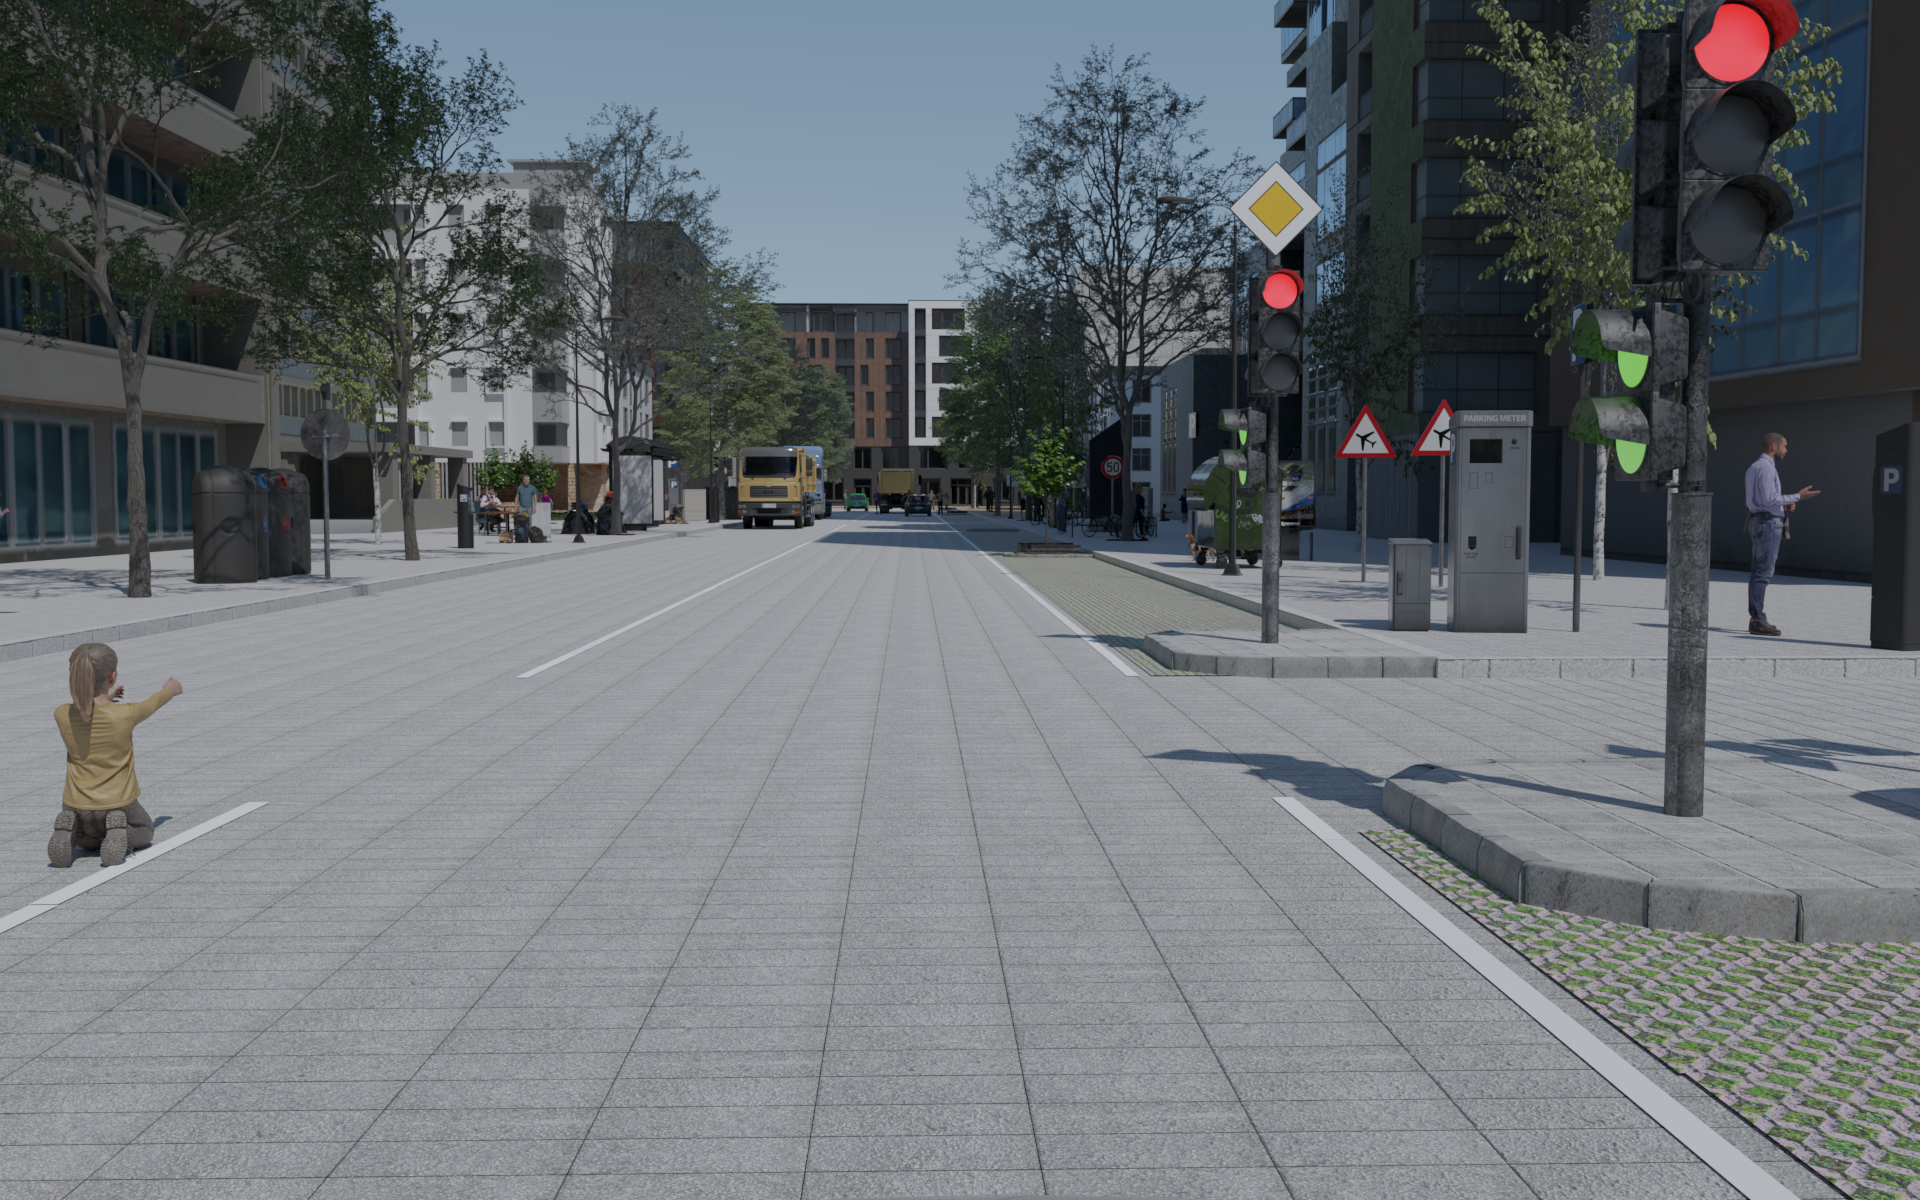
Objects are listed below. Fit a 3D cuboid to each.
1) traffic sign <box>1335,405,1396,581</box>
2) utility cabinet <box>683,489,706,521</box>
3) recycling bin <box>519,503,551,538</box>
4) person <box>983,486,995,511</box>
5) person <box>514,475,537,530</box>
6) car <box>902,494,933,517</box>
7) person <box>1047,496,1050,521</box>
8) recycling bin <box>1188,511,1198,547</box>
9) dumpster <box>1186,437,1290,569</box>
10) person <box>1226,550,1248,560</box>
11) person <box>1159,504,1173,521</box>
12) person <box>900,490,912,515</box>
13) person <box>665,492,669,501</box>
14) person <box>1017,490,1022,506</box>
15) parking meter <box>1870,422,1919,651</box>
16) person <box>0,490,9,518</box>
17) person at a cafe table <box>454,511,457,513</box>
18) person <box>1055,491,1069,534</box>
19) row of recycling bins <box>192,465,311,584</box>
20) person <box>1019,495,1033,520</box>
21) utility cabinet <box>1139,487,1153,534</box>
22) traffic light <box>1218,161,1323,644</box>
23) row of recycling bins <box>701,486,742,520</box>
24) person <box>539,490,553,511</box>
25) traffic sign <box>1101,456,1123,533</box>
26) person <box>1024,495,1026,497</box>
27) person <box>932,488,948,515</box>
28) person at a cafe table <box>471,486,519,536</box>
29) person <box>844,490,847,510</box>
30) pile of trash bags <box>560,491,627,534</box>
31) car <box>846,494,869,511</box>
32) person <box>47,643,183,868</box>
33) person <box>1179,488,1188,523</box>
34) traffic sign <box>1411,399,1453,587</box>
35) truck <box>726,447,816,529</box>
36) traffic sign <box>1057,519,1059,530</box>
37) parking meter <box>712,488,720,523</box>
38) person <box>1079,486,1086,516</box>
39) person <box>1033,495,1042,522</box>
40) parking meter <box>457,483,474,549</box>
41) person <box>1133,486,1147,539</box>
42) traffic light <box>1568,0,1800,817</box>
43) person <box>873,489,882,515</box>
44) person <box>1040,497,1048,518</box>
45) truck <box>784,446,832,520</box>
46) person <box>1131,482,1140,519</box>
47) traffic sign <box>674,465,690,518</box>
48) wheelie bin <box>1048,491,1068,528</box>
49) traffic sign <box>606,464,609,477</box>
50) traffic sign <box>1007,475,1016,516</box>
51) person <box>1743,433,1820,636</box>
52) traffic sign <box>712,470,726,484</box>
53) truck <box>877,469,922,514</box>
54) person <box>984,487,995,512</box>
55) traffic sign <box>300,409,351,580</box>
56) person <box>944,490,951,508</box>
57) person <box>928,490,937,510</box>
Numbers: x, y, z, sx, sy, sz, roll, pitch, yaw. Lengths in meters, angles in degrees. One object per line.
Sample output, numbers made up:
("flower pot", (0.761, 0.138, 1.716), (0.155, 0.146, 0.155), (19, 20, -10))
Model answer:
("traffic sign", (5.936, -1.554, 25.411), (0.884, 2.594, 0.081), (0, 4, 5))
("utility cabinet", (-12.592, -4.476, 81.864), (1.173, 1.500, 0.318), (-3, 5, -41))
("recycling bin", (-12.482, -2.343, 50.860), (0.722, 1.027, 0.722), (-3, 4, -36))
("person", (2.162, -7.651, 130.761), (1.348, 1.869, 0.705), (-3, 5, -44))
("person", (-12.080, -2.566, 48.119), (0.598, 1.807, 0.434), (1, 4, 9))
("car", (-2.713, -6.242, 111.850), (2.009, 1.686, 4.222), (0, 4, -2))
("person", (4.241, -4.450, 79.621), (0.655, 1.722, 0.431), (-1, 4, -18))
("recycling bin", (6.013, -1.802, 42.021), (0.722, 1.027, 0.722), (2, 4, 35))
("dumpster", (4.861, -1.703, 30.336), (1.502, 2.255, 1.985), (0, 4, -1))
("person", (5.416, -1.656, 33.798), (0.565, 1.739, 0.600), (-3, 5, -40))
("person", (9.744, -4.135, 81.932), (0.655, 0.850, 0.859), (0, 4, 4))
("person", (-3.475, -6.696, 118.696), (1.217, 1.735, 0.721), (0, 4, -2))
("person", (-16.865, -5.450, 98.389), (0.697, 1.427, 0.421), (-2, 4, -26))
("person", (5.814, -9.748, 166.897), (0.593, 1.643, 0.415), (-1, 4, -23))
("parking meter", (7.746, -0.523, 14.268), (0.255, 1.863, 0.399), (-1, 4, -16))
("person", (-15.479, -1.119, 27.533), (0.628, 1.438, 0.799), (-2, 4, -25))
("person at a cafe table", (-15.392, -2.897, 55.887), (1.698, 1.524, 1.622), (-1, 4, -12))
("person", (3.262, -2.989, 55.644), (0.376, 1.734, 0.841), (0, 4, -7))
("row of recycling bins", (-10.779, -1.177, 26.358), (1.069, 1.692, 3.534), (0, 4, -4))
("person", (3.308, -4.616, 84.708), (0.799, 1.438, 0.628), (0, 4, 2))
("utility cabinet", (5.900, -2.819, 54.771), (0.318, 1.500, 1.173), (1, 4, 13))
("traffic light", (2.652, -1.583, 14.808), (0.839, 4.253, 0.868), (0, 4, -2))
("row of recycling bins", (-12.102, -4.919, 87.538), (1.069, 1.692, 3.534), (-3, 4, -36))
("person", (-15.557, -3.429, 65.344), (0.726, 1.434, 0.776), (0, 4, 5))
("traffic sign", (5.054, -3.498, 57.298), (0.768, 2.556, 0.104), (0, 4, 6))
("person", (5.388, -8.292, 143.086), (0.415, 1.643, 0.593), (-2, 4, -24))
("person", (-1.384, -6.876, 120.930), (1.348, 1.823, 0.705), (2, 4, 27))
("person at a cafe table", (-14.256, -2.756, 53.570), (1.622, 1.524, 1.698), (1, 4, 23))
("person", (-10.458, -9.162, 158.379), (0.705, 1.814, 1.350), (0, 4, -1))
("pile of trash bags", (-11.788, -2.871, 56.686), (1.912, 1.369, 3.447), (0, 4, 4))
("car", (-8.536, -8.299, 144.488), (1.959, 1.807, 4.718), (0, 4, -1))
("person", (-3.376, 0.583, 6.900), (0.347, 0.859, 0.695), (0, 4, -6))
("person", (9.825, -4.131, 75.957), (0.453, 1.535, 0.546), (1, 4, 10))
("traffic sign", (6.648, -1.460, 23.877), (0.884, 2.594, 0.081), (0, 4, 2))
("truck", (-7.719, -4.745, 73.500), (3.469, 3.379, 9.791), (0, 4, -1))
("traffic sign", (3.493, -3.767, 61.703), (0.768, 2.556, 0.104), (0, 4, 5))
("parking meter", (-10.961, -4.230, 77.576), (0.372, 1.533, 0.369), (0, 3, 0))
("person", (6.888, -5.428, 95.594), (0.445, 1.727, 0.742), (2, 4, 26))
("person", (3.670, -4.524, 80.697), (0.600, 1.739, 0.565), (0, 4, 5))
("parking meter", (-11.659, -1.983, 40.829), (0.372, 1.533, 0.369), (0, 3, 0))
("person", (4.998, -2.472, 48.999), (0.613, 1.512, 0.480), (0, 4, 7))
("traffic light", (2.880, -1.095, 6.826), (0.839, 4.253, 0.868), (0, 4, -2))
("person", (-5.788, -6.860, 121.109), (0.683, 1.767, 0.568), (1, 4, 19))
("person", (4.616, -5.407, 94.577), (1.348, 1.807, 0.705), (-2, 4, -31))
("truck", (-9.124, -6.933, 103.121), (2.967, 4.110, 18.799), (0, 4, -3))
("person", (6.833, -3.691, 66.943), (0.990, 1.755, 0.434), (0, 4, 3))
("traffic sign", (-12.288, -4.673, 76.510), (0.768, 2.556, 0.104), (0, 4, 8))
("wheelie bin", (3.726, -3.524, 65.524), (0.693, 1.594, 0.980), (-1, 4, -19))
("traffic sign", (-13.035, -4.011, 65.679), (0.768, 2.556, 0.104), (0, 4, 4))
("traffic sign", (2.734, -5.397, 90.373), (0.606, 2.300, 0.079), (0, 4, 4))
("person", (7.512, -0.608, 15.859), (0.599, 1.838, 0.709), (1, 4, 13))
("traffic sign", (-12.450, -5.467, 89.490), (0.768, 2.556, 0.104), (0, 4, 3))
("truck", (-4.670, -8.239, 130.628), (3.469, 3.379, 9.791), (0, 4, 0))
("person", (2.199, -7.115, 122.401), (1.348, 1.821, 0.705), (-3, 4, -36))
("traffic sign", (-9.465, -1.574, 25.846), (0.768, 2.556, 0.104), (0, 4, 4))
("person", (-1.084, -8.745, 151.994), (0.721, 1.766, 1.217), (2, 4, 27))
("person", (-2.492, -8.735, 151.870), (0.990, 1.755, 0.434), (1, 4, 18))
